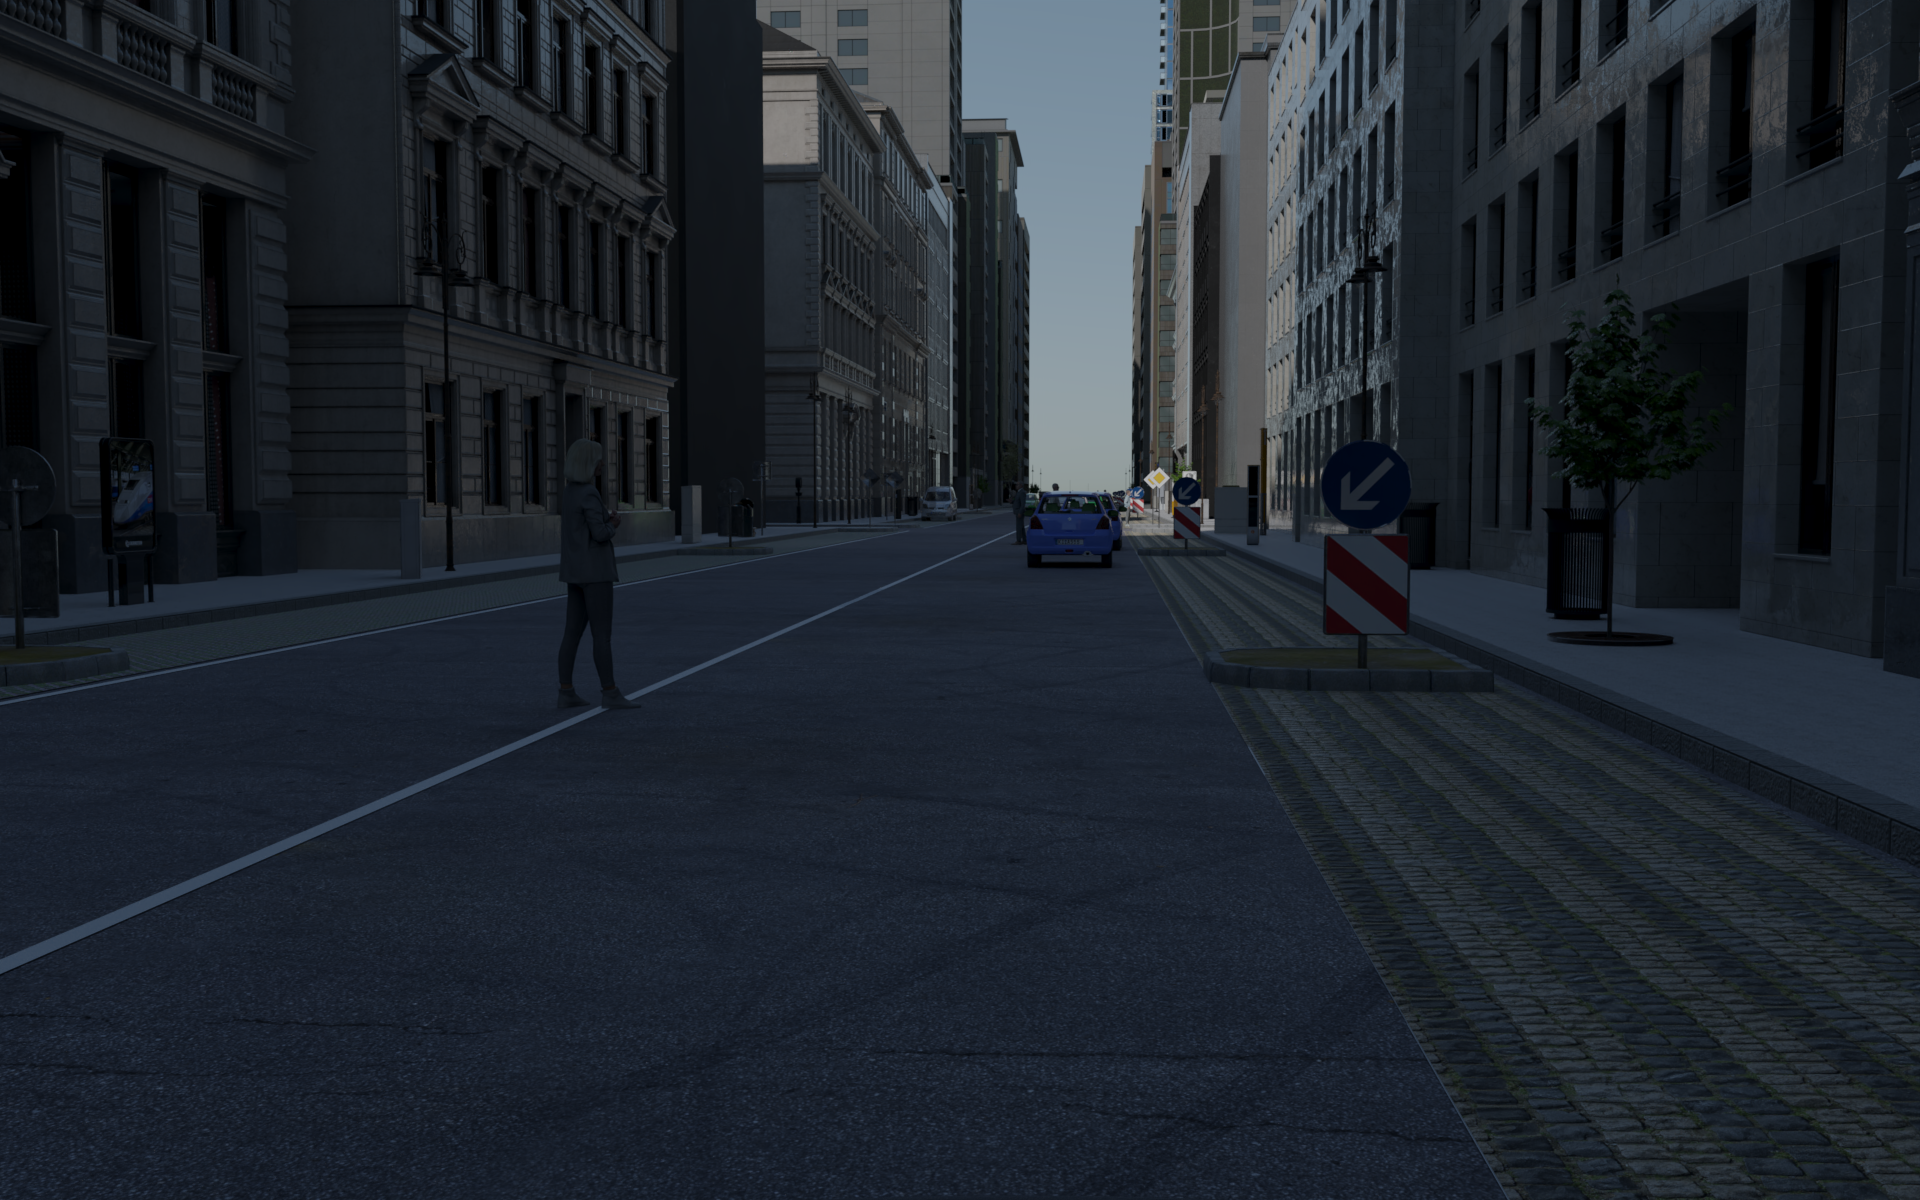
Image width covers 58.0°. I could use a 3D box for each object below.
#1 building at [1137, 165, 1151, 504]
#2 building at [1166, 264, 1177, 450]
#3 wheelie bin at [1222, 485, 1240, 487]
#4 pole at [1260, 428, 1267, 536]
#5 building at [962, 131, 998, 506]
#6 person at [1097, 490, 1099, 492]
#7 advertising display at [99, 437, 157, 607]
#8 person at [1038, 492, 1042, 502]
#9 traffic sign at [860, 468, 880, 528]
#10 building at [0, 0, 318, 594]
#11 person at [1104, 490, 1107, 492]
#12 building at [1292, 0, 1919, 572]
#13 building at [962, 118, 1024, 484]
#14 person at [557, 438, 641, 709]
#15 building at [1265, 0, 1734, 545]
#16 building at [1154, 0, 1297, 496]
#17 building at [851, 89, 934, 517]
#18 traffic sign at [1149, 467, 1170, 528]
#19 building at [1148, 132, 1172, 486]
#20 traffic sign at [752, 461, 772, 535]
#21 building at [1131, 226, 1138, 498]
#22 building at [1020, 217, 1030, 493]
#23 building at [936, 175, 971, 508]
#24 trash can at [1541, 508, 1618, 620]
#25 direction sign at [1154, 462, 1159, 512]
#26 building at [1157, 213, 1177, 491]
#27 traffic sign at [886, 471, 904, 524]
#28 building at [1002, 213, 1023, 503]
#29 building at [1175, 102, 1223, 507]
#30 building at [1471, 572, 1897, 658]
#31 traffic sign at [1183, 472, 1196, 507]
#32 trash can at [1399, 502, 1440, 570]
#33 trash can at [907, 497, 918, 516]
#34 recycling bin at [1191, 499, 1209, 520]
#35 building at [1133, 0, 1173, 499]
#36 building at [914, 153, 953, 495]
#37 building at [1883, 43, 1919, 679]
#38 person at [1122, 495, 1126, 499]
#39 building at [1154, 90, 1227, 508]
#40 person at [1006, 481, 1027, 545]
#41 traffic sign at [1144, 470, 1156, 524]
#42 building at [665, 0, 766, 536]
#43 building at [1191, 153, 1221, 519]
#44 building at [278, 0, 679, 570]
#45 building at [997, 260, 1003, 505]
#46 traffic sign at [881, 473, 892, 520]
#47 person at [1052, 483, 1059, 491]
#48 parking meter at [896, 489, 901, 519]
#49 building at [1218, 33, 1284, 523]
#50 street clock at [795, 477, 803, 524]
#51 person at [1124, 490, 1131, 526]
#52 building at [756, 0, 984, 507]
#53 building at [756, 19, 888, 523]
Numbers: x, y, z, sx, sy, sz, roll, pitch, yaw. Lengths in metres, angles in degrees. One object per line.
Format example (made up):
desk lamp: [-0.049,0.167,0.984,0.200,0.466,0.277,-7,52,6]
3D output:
building: [36.080,-37.768,241.205,21.300,48.544,21.600,0,4,5]
building: [22.380,-18.337,135.973,11.583,22.565,21.152,0,4,5]
wheelie bin: [9.680,-3.292,61.729,0.980,1.594,0.693,-1,4,-12]
pole: [9.391,-3.652,53.558,0.158,3.312,0.155,0,3,0]
building: [-3.211,-31.016,190.707,14.154,41.232,14.086,0,4,5]
person: [14.891,-10.966,187.654,0.709,1.838,0.599,2,4,23]
advertising display: [-9.622,-0.908,20.066,0.123,1.923,0.974,0,4,4]
person: [11.683,-14.835,251.856,0.445,1.727,0.742,3,4,37]
traffic sign: [-3.426,-3.813,65.979,0.795,2.450,0.064,0,4,5]
building: [-16.319,-11.611,18.713,11.050,23.489,19.941,0,4,5]
person: [12.810,-8.814,152.606,0.705,1.824,1.348,-1,4,-16]
building: [13.503,-11.187,37.660,10.420,20.320,16.860,0,4,5]
building: [-5.751,-40.272,247.683,28.713,52.752,27.495,0,4,5]
person: [-2.463,-0.183,11.670,0.526,1.800,0.537,-1,4,-23]
building: [15.672,-12.209,54.368,10.420,20.320,16.860,0,4,5]
building: [32.344,-46.310,195.424,20.563,71.187,20.611,0,4,5]
building: [-8.968,-18.988,107.713,12.463,27.353,25.104,0,4,5]
traffic sign: [7.480,-3.757,65.064,0.795,2.450,0.064,0,4,5]
building: [30.670,-34.506,214.284,14.600,45.320,14.200,0,4,5]
traffic sign: [-6.120,-3.143,53.520,0.606,2.300,0.079,0,4,7]
building: [40.074,-40.982,293.749,21.300,48.544,21.600,0,4,5]
building: [0.416,-40.541,286.548,21.300,48.544,21.600,0,4,5]
building: [-6.579,-23.538,156.552,14.160,30.474,14.107,0,4,5]
trash can: [6.357,-0.377,17.812,0.748,1.137,0.748,0,3,0]
direction sign: [13.989,-8.019,123.101,0.379,3.537,0.876,-1,4,-12]
building: [27.495,-24.946,179.576,14.160,30.474,14.107,0,4,5]
traffic sign: [-2.771,-4.299,73.937,0.795,2.450,0.064,0,4,5]
building: [2.478,-37.822,268.500,14.600,45.320,14.200,0,4,5]
building: [20.750,-18.132,114.483,12.078,24.808,19.932,0,4,5]
building: [12.967,-10.157,20.819,10.420,20.320,16.860,0,4,5]
traffic sign: [10.331,-4.642,78.024,0.606,2.300,0.079,1,4,9]
trash can: [7.788,-1.091,29.488,0.748,1.137,0.748,0,3,0]
trash can: [-2.772,-5.465,101.002,0.748,1.137,0.748,0,3,0]
recycling bin: [12.106,-4.582,87.476,0.722,1.027,0.722,-1,4,-16]
building: [38.316,-58.320,266.201,22.319,86.520,31.000,0,4,5]
building: [-7.420,-19.130,130.794,12.078,24.808,19.932,0,4,5]
building: [10.640,-9.390,2.678,9.793,20.994,18.267,0,4,5]
person: [16.197,-9.751,168.641,0.721,1.743,1.217,-2,4,-33]
building: [34.253,-28.568,158.971,32.217,40.220,23.993,0,4,5]
person: [1.622,-2.463,48.947,0.590,1.801,0.661,0,4,-8]
traffic sign: [8.135,-4.243,73.023,0.795,2.450,0.064,0,4,5]
building: [-15.723,-14.047,59.340,15.834,23.373,12.332,0,4,5]
building: [19.521,-16.296,96.123,12.332,23.373,15.834,0,4,5]
building: [-13.240,-10.618,38.237,10.561,19.102,19.286,0,4,5]
building: [-2.294,-26.561,205.977,14.160,30.474,14.107,0,4,5]
traffic sign: [-3.564,-5.031,84.386,0.606,2.300,0.079,1,4,13]
person: [2.862,-2.697,53.086,0.515,1.767,0.782,0,4,5]
parking meter: [-3.182,-4.893,88.404,0.372,1.533,0.369,0,3,0]
building: [27.351,-15.896,78.969,30.058,24.678,14.314,0,4,5]
street clock: [-6.977,-4.304,74.948,0.358,2.002,0.471,0,4,4]
person: [7.481,-4.088,77.148,0.330,1.601,0.589,2,4,24]
building: [-8.127,-44.928,172.821,20.563,71.187,20.611,0,4,5]
building: [-10.252,-15.688,85.379,11.050,23.489,19.941,0,4,5]
